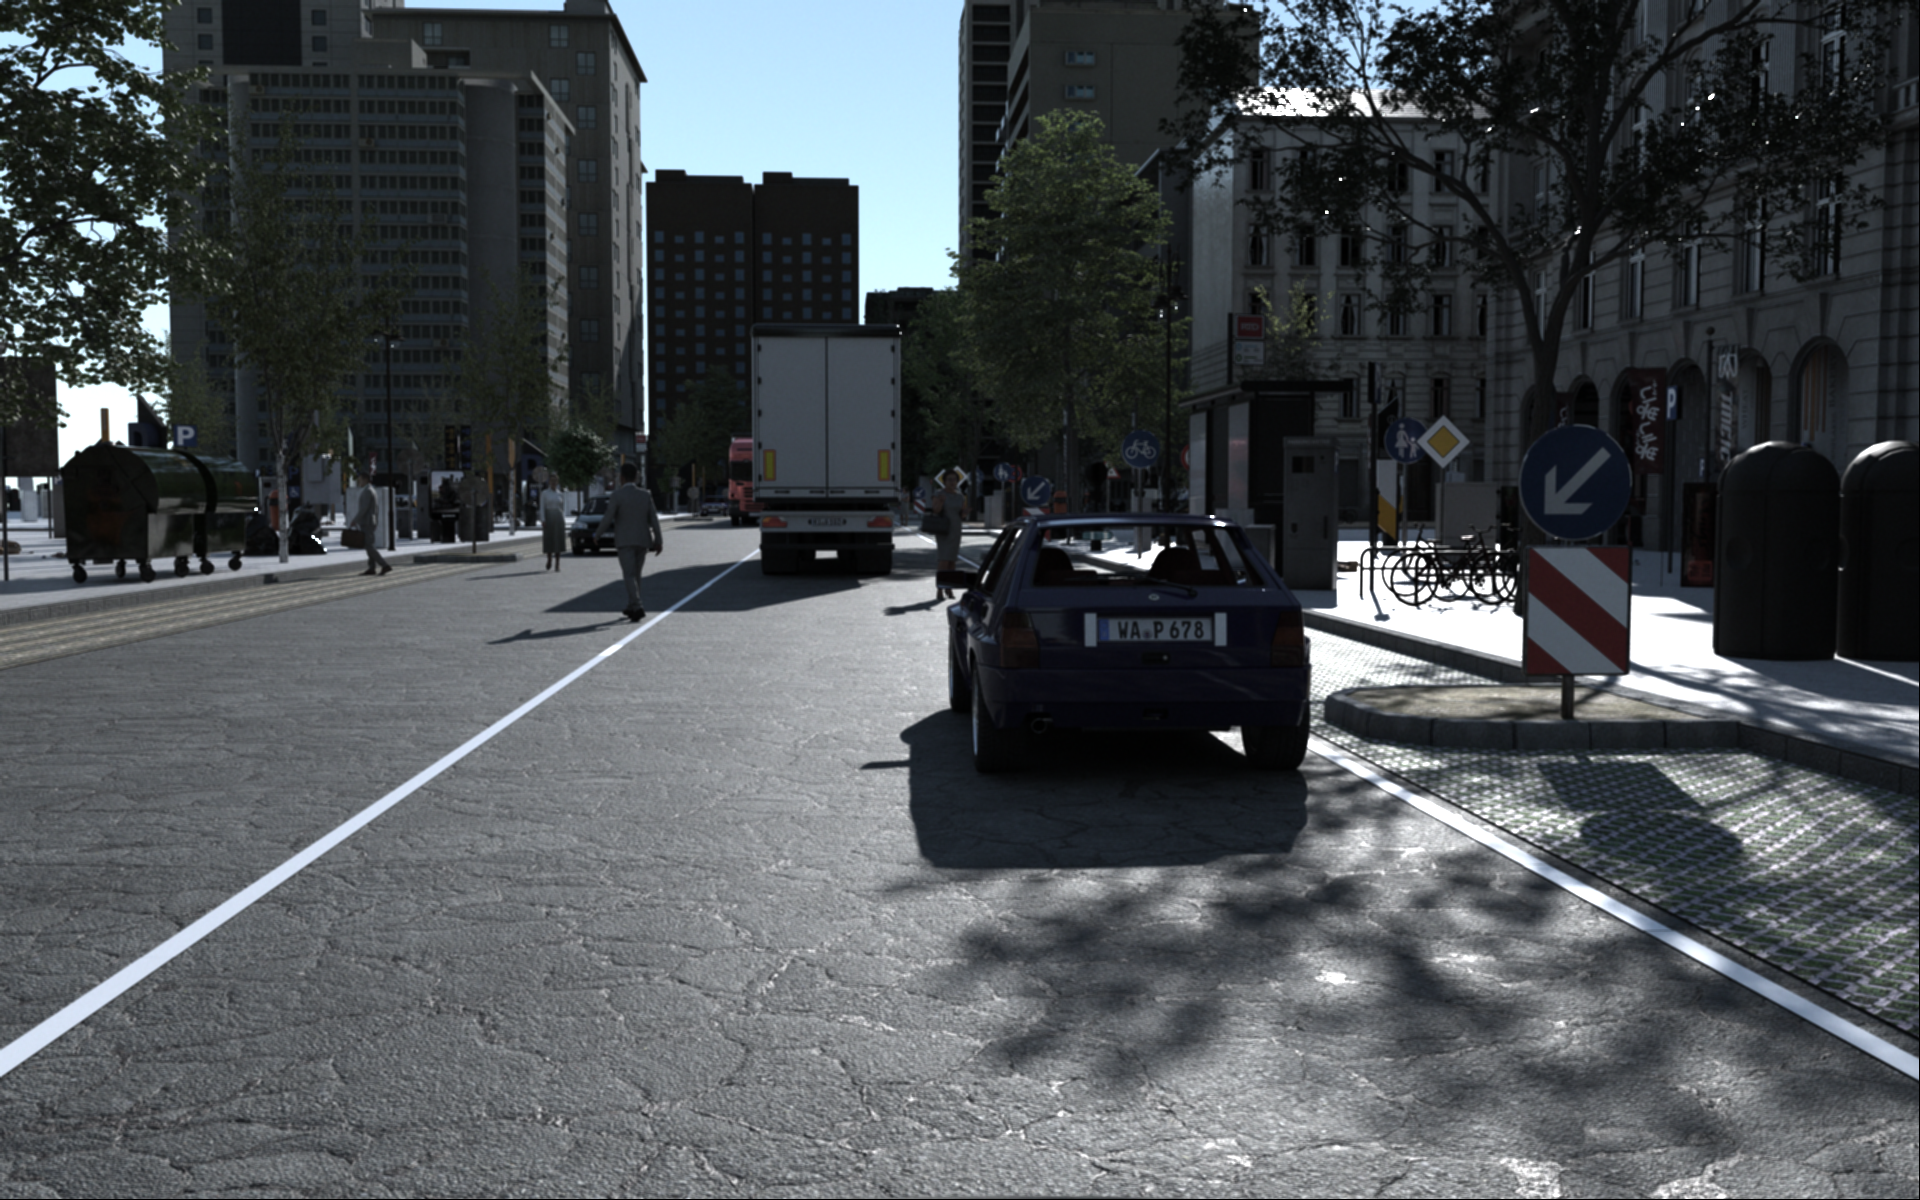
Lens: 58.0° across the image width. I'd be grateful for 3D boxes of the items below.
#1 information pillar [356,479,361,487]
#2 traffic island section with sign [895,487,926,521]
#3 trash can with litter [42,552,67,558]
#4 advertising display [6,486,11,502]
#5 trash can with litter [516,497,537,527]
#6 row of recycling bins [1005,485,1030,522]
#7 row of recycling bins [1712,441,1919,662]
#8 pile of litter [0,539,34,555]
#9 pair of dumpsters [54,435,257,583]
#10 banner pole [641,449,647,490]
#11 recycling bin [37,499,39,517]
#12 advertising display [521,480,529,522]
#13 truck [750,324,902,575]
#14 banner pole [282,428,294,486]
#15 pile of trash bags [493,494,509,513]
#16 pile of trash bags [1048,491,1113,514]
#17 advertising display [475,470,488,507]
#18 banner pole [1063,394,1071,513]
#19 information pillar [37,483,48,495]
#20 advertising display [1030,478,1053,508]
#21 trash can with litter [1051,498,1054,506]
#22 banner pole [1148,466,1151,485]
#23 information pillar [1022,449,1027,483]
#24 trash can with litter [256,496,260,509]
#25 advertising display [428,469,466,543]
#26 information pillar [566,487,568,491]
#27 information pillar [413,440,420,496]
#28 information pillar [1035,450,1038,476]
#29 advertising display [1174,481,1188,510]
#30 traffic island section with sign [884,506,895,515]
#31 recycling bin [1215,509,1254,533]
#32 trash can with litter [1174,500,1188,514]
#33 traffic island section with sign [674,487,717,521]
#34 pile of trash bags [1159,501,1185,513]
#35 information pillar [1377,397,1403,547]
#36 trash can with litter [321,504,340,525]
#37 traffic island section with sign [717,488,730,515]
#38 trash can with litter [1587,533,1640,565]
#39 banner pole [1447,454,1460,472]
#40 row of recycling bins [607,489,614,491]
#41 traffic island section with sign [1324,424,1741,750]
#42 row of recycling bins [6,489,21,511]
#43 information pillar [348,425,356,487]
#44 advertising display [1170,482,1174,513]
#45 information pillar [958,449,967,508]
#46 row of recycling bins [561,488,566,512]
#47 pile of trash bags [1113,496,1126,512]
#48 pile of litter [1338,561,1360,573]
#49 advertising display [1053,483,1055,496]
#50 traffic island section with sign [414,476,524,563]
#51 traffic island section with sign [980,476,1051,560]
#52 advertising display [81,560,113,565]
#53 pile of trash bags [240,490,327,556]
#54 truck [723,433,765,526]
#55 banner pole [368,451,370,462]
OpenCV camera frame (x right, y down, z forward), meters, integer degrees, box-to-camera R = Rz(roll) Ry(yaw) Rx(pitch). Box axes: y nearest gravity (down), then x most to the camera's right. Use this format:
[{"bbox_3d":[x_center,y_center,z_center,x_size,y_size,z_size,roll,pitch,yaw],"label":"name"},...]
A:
[{"bbox_3d":[-27.278,-4.545,78.810,0.304,2.012,0.304,2,4,35],"label":"information pillar"},{"bbox_3d":[-2.328,-5.187,93.432,1.989,1.847,2.006,0,4,-4],"label":"traffic island section with sign"},{"bbox_3d":[-17.804,-1.476,35.188,1.678,1.210,2.233,-3,5,-44],"label":"trash can with litter"},{"bbox_3d":[-73.006,-7.766,132.193,0.974,1.923,0.123,-2,4,-34],"label":"advertising display"},{"bbox_3d":[-17.032,-3.440,67.631,1.055,1.170,0.624,-1,4,-9],"label":"trash can with litter"},{"bbox_3d":[2.820,-4.440,79.713,1.069,1.692,3.534,-1,4,-10],"label":"row of recycling bins"},{"bbox_3d":[7.797,-0.395,13.578,3.534,1.692,1.069,0,4,2],"label":"row of recycling bins"},{"bbox_3d":[-20.521,-1.393,36.738,1.176,0.858,1.719,3,5,42],"label":"pile of litter"},{"bbox_3d":[-12.430,-1.497,26.962,1.574,2.255,4.437,0,4,-4],"label":"pair of dumpsters"},{"bbox_3d":[-17.601,-6.520,96.614,0.401,3.779,0.863,-3,4,-36],"label":"banner pole"},{"bbox_3d":[-51.939,-5.147,96.704,0.722,1.027,0.722,-3,5,-40],"label":"recycling bin"},{"bbox_3d":[-19.908,-4.534,79.348,0.123,1.923,0.974,-2,4,-28],"label":"advertising display"},{"bbox_3d":[-2.652,-2.770,34.196,2.839,4.237,11.283,0,4,-5],"label":"truck"},{"bbox_3d":[-25.638,-4.657,66.155,0.863,3.779,0.401,0,4,6],"label":"banner pole"},{"bbox_3d":[-32.397,-6.832,121.459,1.912,1.369,3.447,-3,4,-37],"label":"pile of trash bags"},{"bbox_3d":[3.090,-2.404,49.063,1.912,1.369,3.447,1,4,12],"label":"pile of trash bags"},{"bbox_3d":[-12.928,-2.545,46.825,0.123,1.923,0.974,0,4,-2],"label":"advertising display"},{"bbox_3d":[2.681,-3.277,43.591,0.401,3.779,0.863,-1,4,-9],"label":"banner pole"},{"bbox_3d":[-63.204,-7.025,119.348,0.304,2.012,0.304,-2,4,-32],"label":"information pillar"},{"bbox_3d":[3.246,-3.959,69.936,0.974,1.923,0.123,3,5,41],"label":"advertising display"},{"bbox_3d":[4.250,-4.344,82.414,1.055,1.170,0.624,3,5,45],"label":"trash can with litter"},{"bbox_3d":[6.523,-4.335,60.892,0.401,3.779,0.863,-1,4,-19],"label":"banner pole"},{"bbox_3d":[3.327,-5.996,89.382,0.183,3.616,0.504,-1,4,-21],"label":"information pillar"},{"bbox_3d":[-33.145,-4.363,82.720,1.055,1.170,0.624,1,4,20],"label":"trash can with litter"},{"bbox_3d":[-13.434,-2.457,45.381,0.974,1.923,0.123,-3,5,-39],"label":"advertising display"},{"bbox_3d":[-24.904,-7.236,109.669,0.183,3.616,0.504,-1,4,-17],"label":"information pillar"},{"bbox_3d":[-23.412,-5.094,74.634,0.183,3.616,0.504,-3,5,-45],"label":"information pillar"},{"bbox_3d":[4.105,-6.226,93.145,0.183,3.616,0.504,1,4,9],"label":"information pillar"},{"bbox_3d":[11.277,-5.009,87.108,0.123,1.923,0.974,-3,5,-40],"label":"advertising display"},{"bbox_3d":[-4.156,-6.832,120.325,1.989,1.847,2.006,0,4,-4],"label":"traffic island section with sign"},{"bbox_3d":[4.824,-1.063,29.937,0.722,1.027,0.722,0,4,-3],"label":"recycling bin"},{"bbox_3d":[5.344,-1.921,42.797,1.055,1.170,0.624,0,4,-4],"label":"trash can with litter"},{"bbox_3d":[-14.142,-5.109,92.156,1.989,1.847,2.006,0,4,-4],"label":"traffic island section with sign"},{"bbox_3d":[7.614,-2.684,53.640,3.447,1.369,1.912,-2,4,-35],"label":"pile of trash bags"},{"bbox_3d":[10.275,-3.075,41.639,0.504,3.616,0.183,0,4,-7],"label":"information pillar"},{"bbox_3d":[-27.559,-3.827,73.630,2.233,1.210,1.678,-1,4,-19],"label":"trash can with litter"},{"bbox_3d":[-15.965,-6.754,119.050,1.989,1.847,2.006,0,4,-4],"label":"traffic island section with sign"},{"bbox_3d":[11.919,-1.302,32.343,1.678,1.210,2.233,0,4,-3],"label":"trash can with litter"},{"bbox_3d":[22.511,-5.456,79.220,0.863,3.779,0.401,-1,4,-21],"label":"banner pole"},{"bbox_3d":[-26.037,-7.514,129.969,3.534,1.692,1.069,3,4,36],"label":"row of recycling bins"},{"bbox_3d":[3.334,-0.120,10.597,1.989,1.847,2.006,0,4,-4],"label":"traffic island section with sign"},{"bbox_3d":[-71.151,-7.481,129.430,1.069,1.692,3.534,3,5,41],"label":"row of recycling bins"},{"bbox_3d":[-20.638,-4.128,58.854,0.183,3.616,0.504,-3,4,-36],"label":"information pillar"},{"bbox_3d":[11.367,-5.383,93.232,0.123,1.923,0.974,2,4,30],"label":"advertising display"},{"bbox_3d":[0.130,-6.004,89.521,0.504,3.616,0.183,-1,4,-18],"label":"information pillar"},{"bbox_3d":[-29.607,-7.447,128.875,1.069,1.692,3.534,-1,4,-11],"label":"row of recycling bins"},{"bbox_3d":[8.146,-5.501,99.688,1.912,1.369,3.447,-2,4,-30],"label":"pile of trash bags"},{"bbox_3d":[6.134,-0.925,29.094,1.176,0.858,1.719,1,4,12],"label":"pile of litter"},{"bbox_3d":[4.955,-5.709,98.559,0.974,1.923,0.123,-2,4,-32],"label":"advertising display"},{"bbox_3d":[-10.358,-1.719,36.733,1.989,1.847,2.006,0,4,-4],"label":"traffic island section with sign"},{"bbox_3d":[1.468,-1.785,37.815,1.989,1.847,2.006,0,4,-4],"label":"traffic island section with sign"},{"bbox_3d":[-15.721,-1.621,31.725,0.123,1.923,0.974,1,4,21],"label":"advertising display"},{"bbox_3d":[-14.826,-1.705,37.635,1.912,1.369,3.447,-1,4,-22],"label":"pile of trash bags"},{"bbox_3d":[-9.291,-5.653,81.337,2.839,4.237,11.283,0,4,-3],"label":"truck"},{"bbox_3d":[-34.439,-6.815,101.444,0.401,3.779,0.863,1,4,12],"label":"banner pole"}]
